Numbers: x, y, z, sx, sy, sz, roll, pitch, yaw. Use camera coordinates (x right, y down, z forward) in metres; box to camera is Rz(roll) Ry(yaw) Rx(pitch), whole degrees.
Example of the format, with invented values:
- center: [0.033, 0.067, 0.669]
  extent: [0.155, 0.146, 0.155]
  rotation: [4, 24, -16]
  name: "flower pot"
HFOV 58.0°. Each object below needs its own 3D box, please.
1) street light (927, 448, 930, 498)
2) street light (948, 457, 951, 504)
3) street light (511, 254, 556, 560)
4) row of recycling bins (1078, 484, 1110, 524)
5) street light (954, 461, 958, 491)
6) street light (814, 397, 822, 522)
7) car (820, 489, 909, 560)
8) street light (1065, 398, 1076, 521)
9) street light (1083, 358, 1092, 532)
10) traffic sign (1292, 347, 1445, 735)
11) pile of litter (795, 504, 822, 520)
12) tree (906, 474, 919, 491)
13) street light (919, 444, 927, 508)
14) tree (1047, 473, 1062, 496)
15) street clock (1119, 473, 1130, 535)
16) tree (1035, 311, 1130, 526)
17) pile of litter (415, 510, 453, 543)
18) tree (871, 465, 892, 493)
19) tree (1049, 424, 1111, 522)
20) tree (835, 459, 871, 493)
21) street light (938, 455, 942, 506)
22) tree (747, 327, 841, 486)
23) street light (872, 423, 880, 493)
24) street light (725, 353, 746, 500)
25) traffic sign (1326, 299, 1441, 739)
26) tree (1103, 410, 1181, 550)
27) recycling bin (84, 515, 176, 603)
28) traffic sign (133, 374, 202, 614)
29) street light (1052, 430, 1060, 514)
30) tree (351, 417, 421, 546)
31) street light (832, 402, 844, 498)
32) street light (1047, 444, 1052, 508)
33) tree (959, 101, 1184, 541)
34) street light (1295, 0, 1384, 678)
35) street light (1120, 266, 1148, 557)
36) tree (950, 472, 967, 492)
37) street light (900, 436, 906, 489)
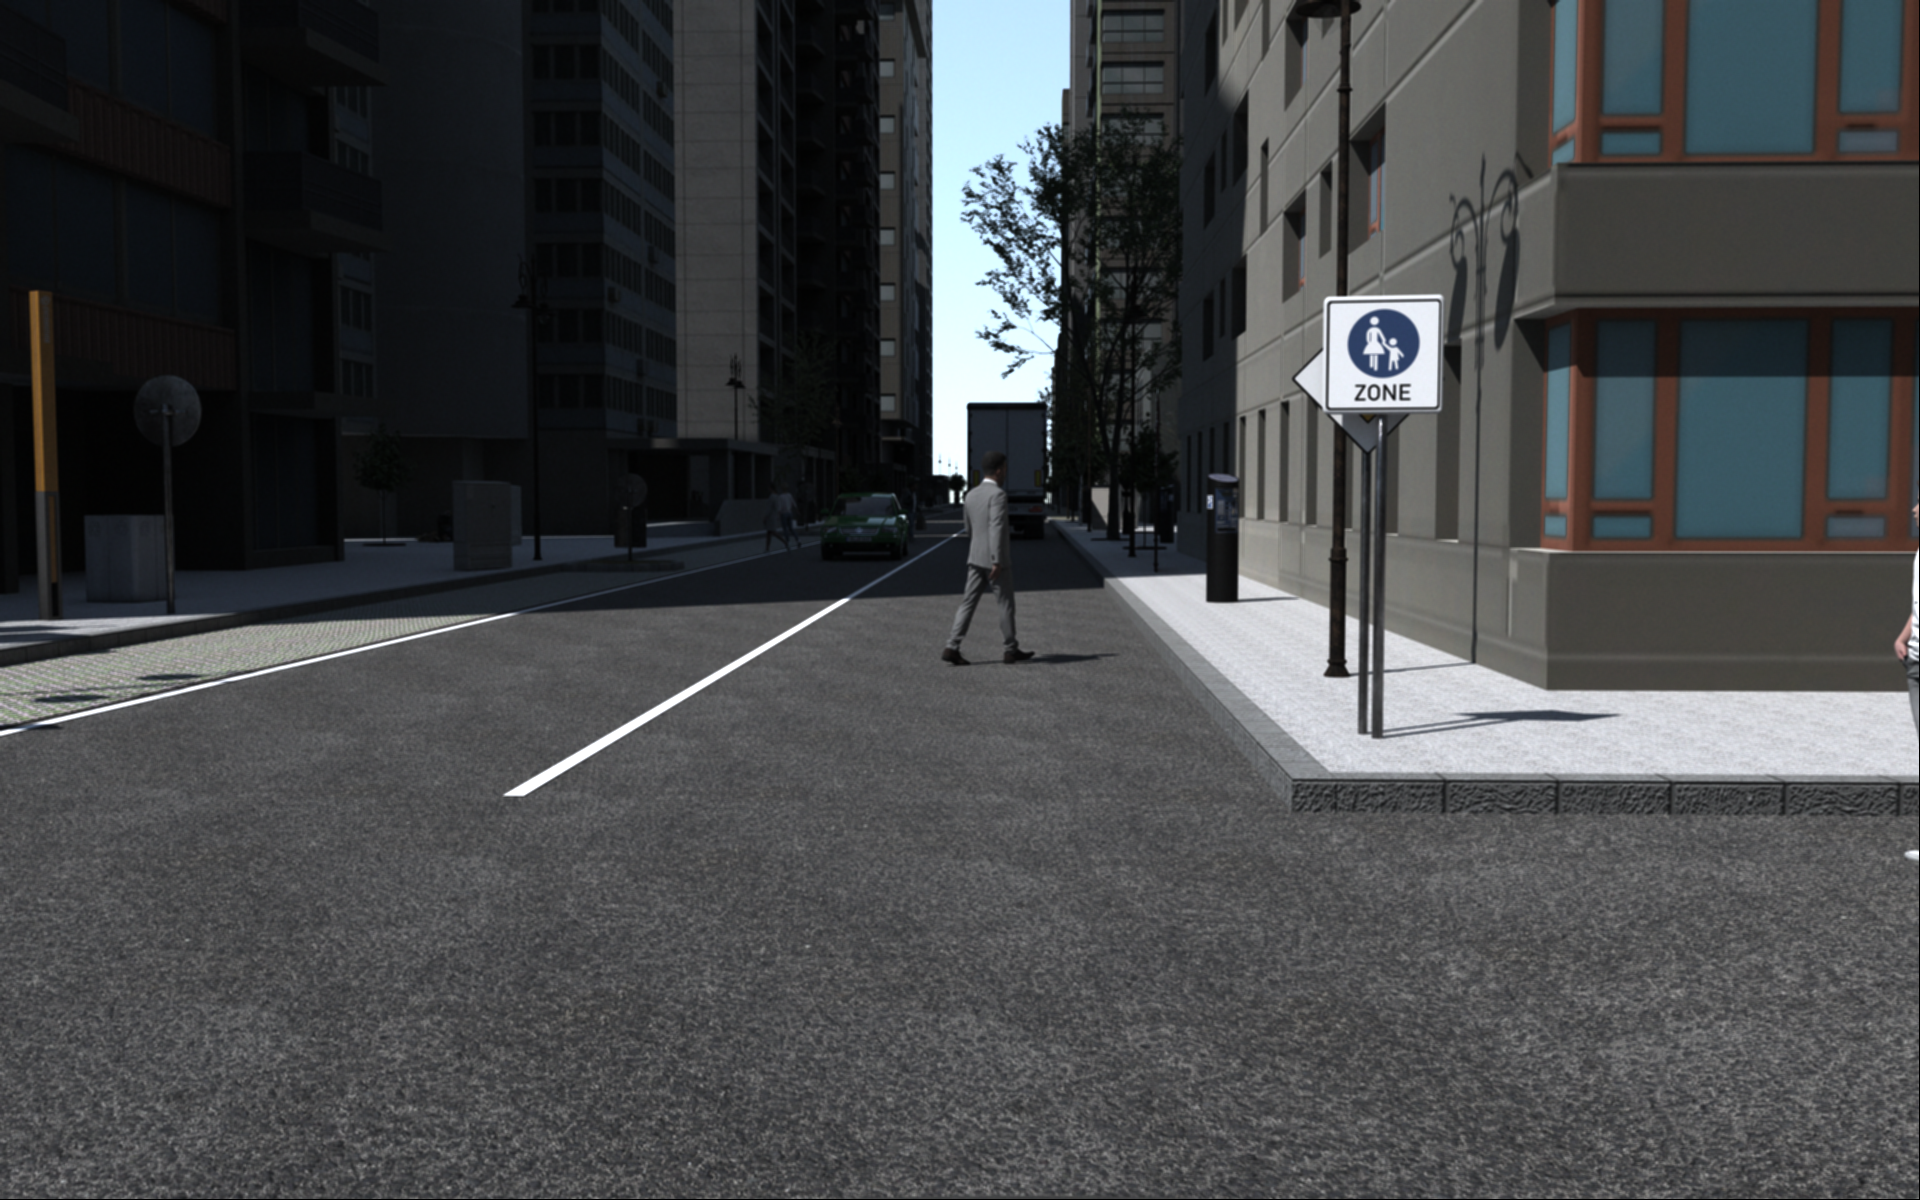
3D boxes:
- center: [-3.107, -12.034, 169.543]
  extent: [0.468, 5.910, 1.993]
  rotation: [0, 4, 2]
  name: "street light"
- center: [-1.315, -14.927, 216.836]
  extent: [0.468, 5.910, 1.993]
  rotation: [0, 4, 2]
  name: "street light"
- center: [-8.211, -3.713, 33.495]
  extent: [0.468, 5.910, 1.993]
  rotation: [0, 4, 2]
  name: "street light"
- center: [5.974, -4.151, 74.977]
  extent: [1.069, 1.692, 3.534]
  rotation: [-1, 4, -12]
  name: "row of recycling bins"
- center: [-0.500, -16.356, 240.213]
  extent: [0.468, 5.910, 1.993]
  rotation: [0, 4, 2]
  name: "street light"
- center: [-6.496, -6.567, 80.151]
  extent: [0.468, 5.910, 1.993]
  rotation: [0, 4, 2]
  name: "street light"
- center: [-2.115, -1.849, 39.035]
  extent: [1.959, 1.807, 4.718]
  rotation: [0, 4, 1]
  name: "car"
- center: [5.416, -6.735, 82.906]
  extent: [0.468, 5.910, 1.993]
  rotation: [0, 4, 2]
  name: "street light"
- center: [4.394, -5.254, 58.693]
  extent: [0.468, 5.910, 1.993]
  rotation: [0, 4, 2]
  name: "street light"
- center: [2.150, -0.340, 9.195]
  extent: [0.795, 2.450, 0.064]
  rotation: [0, 4, 2]
  name: "traffic sign"
- center: [-7.240, -4.305, 84.345]
  extent: [1.719, 0.858, 1.176]
  rotation: [2, 4, 26]
  name: "pile of litter"
- center: [-4.513, -10.164, 160.781]
  extent: [1.663, 3.219, 1.824]
  rotation: [0, 3, 0]
  name: "tree"
- center: [-3.555, -11.294, 157.446]
  extent: [0.468, 5.910, 1.993]
  rotation: [0, 4, 2]
  name: "street light"
- center: [8.293, -9.828, 155.288]
  extent: [1.663, 3.219, 1.824]
  rotation: [0, 3, 0]
  name: "tree"
- center: [5.255, -3.068, 54.730]
  extent: [0.471, 2.002, 0.358]
  rotation: [3, 4, 36]
  name: "street clock"
- center: [4.909, -7.346, 70.463]
  extent: [4.737, 8.622, 4.395]
  rotation: [0, 3, 0]
  name: "tree"
- center: [-14.034, -1.982, 46.375]
  extent: [1.176, 0.858, 1.719]
  rotation: [0, 4, 5]
  name: "pile of litter"
- center: [-5.234, -7.275, 113.540]
  extent: [1.663, 3.219, 1.824]
  rotation: [0, 3, 0]
  name: "tree"
- center: [5.563, -5.861, 79.536]
  extent: [4.285, 4.588, 4.351]
  rotation: [0, 3, 0]
  name: "tree"
- center: [-6.127, -6.152, 95.187]
  extent: [1.663, 3.219, 1.824]
  rotation: [0, 3, 0]
  name: "tree"
- center: [-2.237, -13.509, 193.654]
  extent: [0.468, 5.910, 1.993]
  rotation: [0, 4, 2]
  name: "street light"
- center: [-7.000, -7.655, 75.518]
  extent: [4.737, 8.622, 4.395]
  rotation: [0, 3, 0]
  name: "tree"
- center: [-5.308, -8.441, 110.799]
  extent: [0.468, 5.910, 1.993]
  rotation: [0, 4, 2]
  name: "street light"
- center: [-7.357, -5.149, 56.966]
  extent: [0.468, 5.910, 1.993]
  rotation: [0, 4, 2]
  name: "street light"
- center: [2.192, -0.422, 9.033]
  extent: [0.606, 2.300, 0.079]
  rotation: [1, 4, 10]
  name: "traffic sign"
- center: [4.421, -2.792, 40.253]
  extent: [1.663, 3.219, 1.824]
  rotation: [0, 3, 0]
  name: "tree"
- center: [-9.951, -0.503, 20.772]
  extent: [0.722, 1.027, 0.722]
  rotation: [1, 4, 14]
  name: "recycling bin"
- center: [-8.451, -1.123, 18.471]
  extent: [0.768, 2.556, 0.104]
  rotation: [0, 4, 6]
  name: "traffic sign"
- center: [6.486, -8.608, 113.531]
  extent: [0.468, 5.910, 1.993]
  rotation: [0, 4, 2]
  name: "street light"
- center: [-14.208, -2.963, 43.039]
  extent: [1.663, 3.219, 1.824]
  rotation: [0, 3, 0]
  name: "tree"
- center: [-6.162, -7.004, 87.299]
  extent: [0.468, 5.910, 1.993]
  rotation: [0, 4, 2]
  name: "street light"
- center: [7.347, -10.026, 136.715]
  extent: [0.468, 5.910, 1.993]
  rotation: [0, 4, 2]
  name: "street light"
- center: [4.103, -7.445, 47.478]
  extent: [9.928, 11.665, 9.643]
  rotation: [0, 3, 0]
  name: "tree"
- center: [2.654, -2.399, 12.016]
  extent: [0.468, 5.910, 1.993]
  rotation: [0, 4, 2]
  name: "street light"
- center: [3.515, -3.817, 35.201]
  extent: [0.468, 5.910, 1.993]
  rotation: [0, 4, 2]
  name: "street light"
- center: [-0.436, -15.968, 244.792]
  extent: [4.285, 4.588, 4.351]
  rotation: [0, 3, 0]
  name: "tree"
- center: [-4.418, -9.859, 133.982]
  extent: [0.468, 5.910, 1.993]
  rotation: [0, 4, 2]
  name: "street light"
